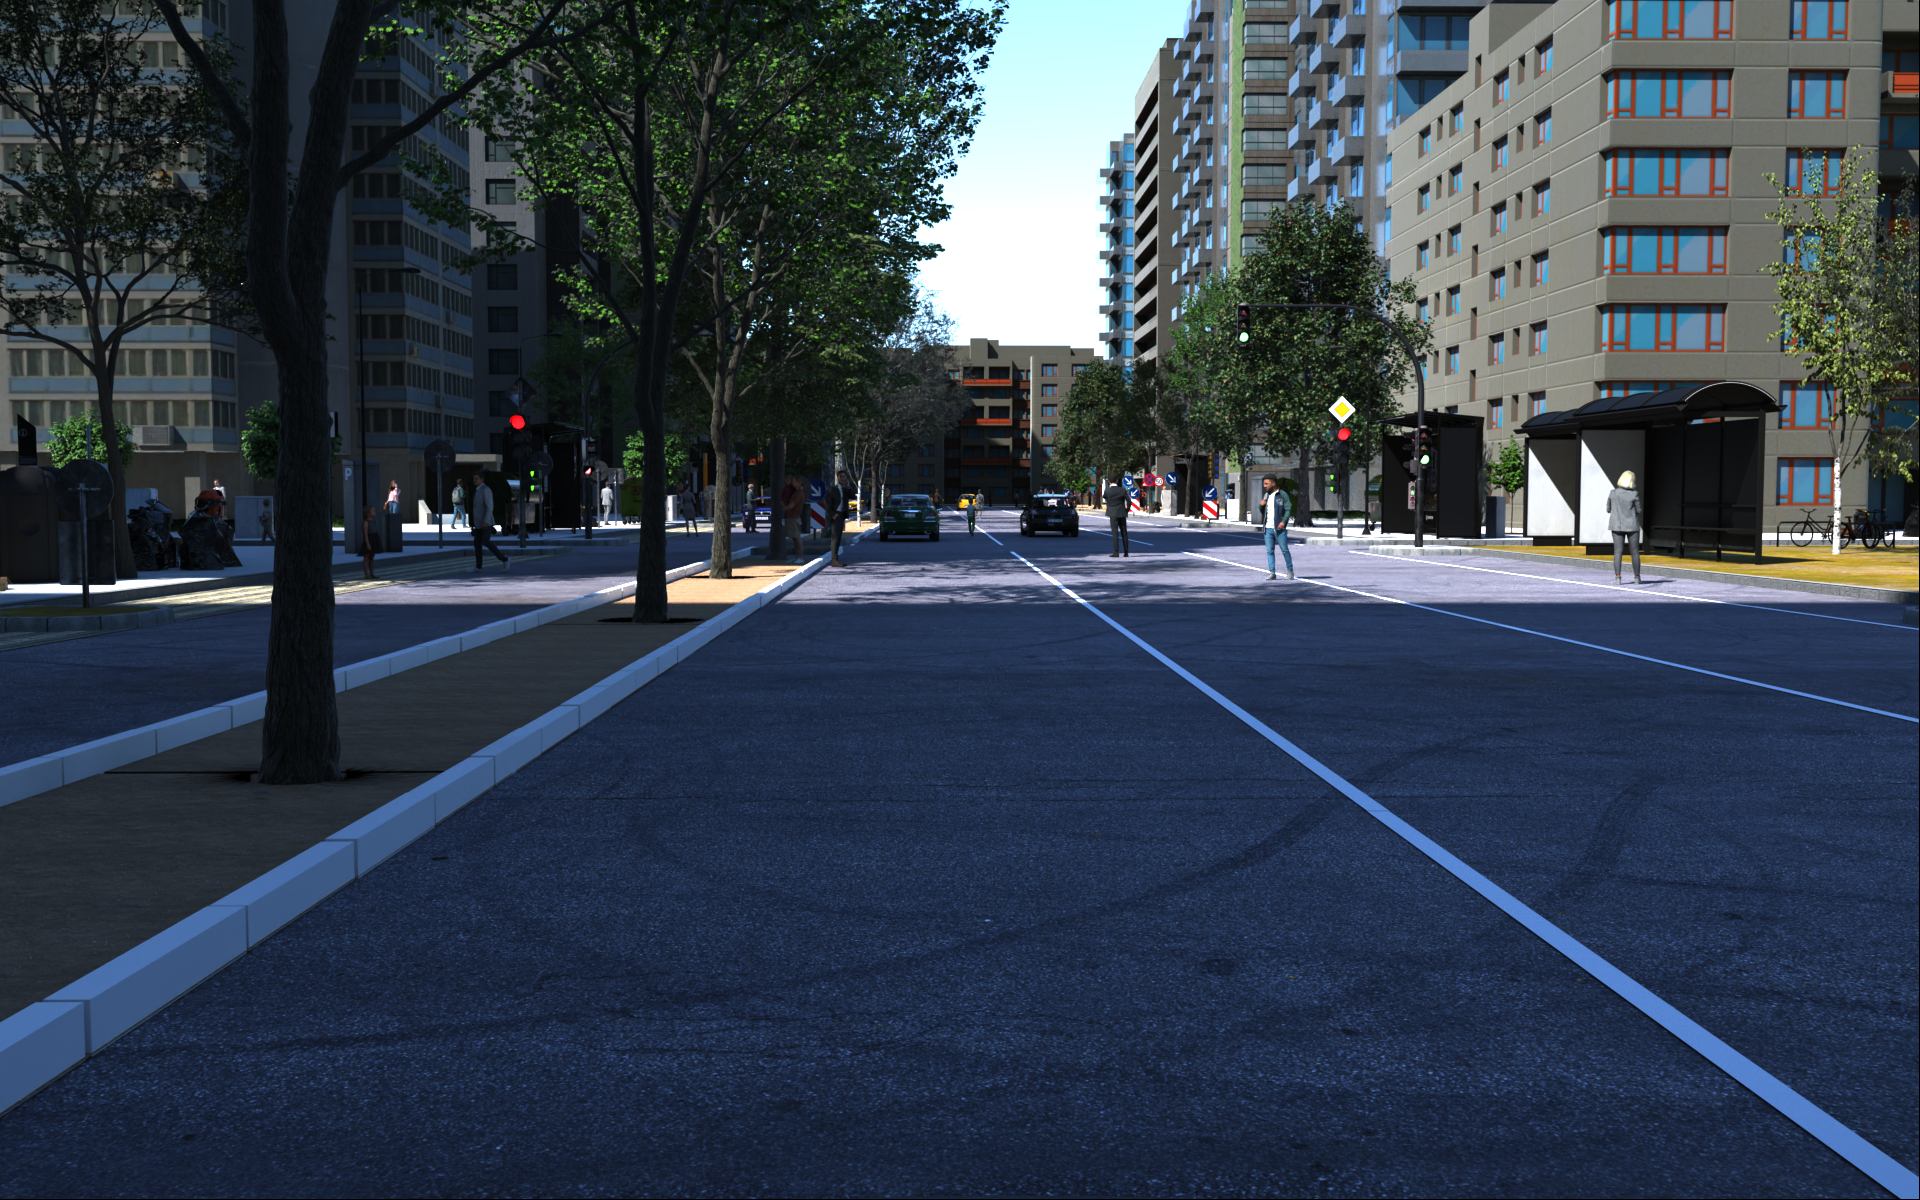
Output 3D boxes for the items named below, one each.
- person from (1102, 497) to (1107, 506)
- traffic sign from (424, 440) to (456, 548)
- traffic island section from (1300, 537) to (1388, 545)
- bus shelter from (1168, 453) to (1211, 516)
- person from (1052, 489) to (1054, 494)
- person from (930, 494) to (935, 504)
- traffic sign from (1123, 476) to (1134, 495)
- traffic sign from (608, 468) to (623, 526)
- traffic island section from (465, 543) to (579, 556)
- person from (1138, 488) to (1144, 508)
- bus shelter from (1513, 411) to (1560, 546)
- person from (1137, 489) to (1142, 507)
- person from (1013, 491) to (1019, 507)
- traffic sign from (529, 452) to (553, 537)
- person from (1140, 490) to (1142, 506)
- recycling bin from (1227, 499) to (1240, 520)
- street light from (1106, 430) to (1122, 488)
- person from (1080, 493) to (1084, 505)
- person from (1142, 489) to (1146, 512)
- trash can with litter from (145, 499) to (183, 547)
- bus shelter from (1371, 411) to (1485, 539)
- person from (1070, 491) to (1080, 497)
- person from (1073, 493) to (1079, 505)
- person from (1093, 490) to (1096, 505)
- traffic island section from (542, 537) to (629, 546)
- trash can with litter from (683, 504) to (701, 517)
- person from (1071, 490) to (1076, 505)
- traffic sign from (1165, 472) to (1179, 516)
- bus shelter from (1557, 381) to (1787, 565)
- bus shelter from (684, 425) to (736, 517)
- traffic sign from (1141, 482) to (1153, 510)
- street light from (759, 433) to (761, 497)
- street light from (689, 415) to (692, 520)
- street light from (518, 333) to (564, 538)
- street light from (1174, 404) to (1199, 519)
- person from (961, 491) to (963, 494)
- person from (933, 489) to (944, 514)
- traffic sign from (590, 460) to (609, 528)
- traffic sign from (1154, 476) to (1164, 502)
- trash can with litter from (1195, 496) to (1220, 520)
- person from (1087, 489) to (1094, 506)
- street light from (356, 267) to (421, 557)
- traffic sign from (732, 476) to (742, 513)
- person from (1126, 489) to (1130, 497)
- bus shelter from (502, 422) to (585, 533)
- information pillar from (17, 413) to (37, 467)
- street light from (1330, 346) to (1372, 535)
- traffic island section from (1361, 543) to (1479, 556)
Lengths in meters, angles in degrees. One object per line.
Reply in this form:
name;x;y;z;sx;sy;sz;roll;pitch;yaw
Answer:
person;15.845;-10.960;185.178;1.348;1.831;0.705;2;4;35
traffic sign;-12.244;-2.487;40.772;0.768;2.556;0.104;0;4;3
traffic island section;10.933;-1.680;49.742;2.009;0.180;2.903;0;4;-1
bus shelter;13.580;-6.793;102.353;1.731;3.624;6.357;0;4;-1
person;10.469;-11.581;195.393;0.705;1.824;1.348;0;4;6
person;-2.193;-7.466;133.827;1.065;1.426;0.557;0;4;-2
traffic sign;11.595;-7.296;119.391;0.768;2.556;0.104;0;4;3
traffic sign;-13.631;-4.063;68.566;0.606;2.300;0.079;0;4;0
traffic island section;-10.468;-1.169;41.395;2.009;0.180;2.903;0;4;-1
person;16.542;-9.232;156.944;0.705;1.831;1.348;-1;4;-20
bus shelter;14.705;-2.821;40.050;2.014;3.302;5.546;0;4;-1
person;17.414;-9.905;168.132;1.348;1.807;0.705;0;4;-4
person;5.979;-10.821;186.139;0.721;1.736;1.217;-2;4;-26
traffic sign;-12.580;-3.170;51.943;0.768;2.556;0.104;1;4;8
person;18.598;-10.517;178.678;0.721;1.739;1.217;3;4;36
recycling bin;13.934;-4.570;87.265;0.722;1.027;0.722;3;5;39
street light;11.126;-9.312;124.789;1.470;5.913;1.316;0;4;-1
person;14.061;-11.865;199.666;0.705;1.869;1.348;-1;4;-10
person;13.489;-7.297;126.823;0.415;1.643;0.593;-3;5;-43
trash can with litter;-18.106;-1.729;39.653;1.055;1.170;0.624;1;4;10
bus shelter;13.962;-3.716;52.039;1.731;3.624;6.357;0;4;-1
person;13.436;-11.930;201.820;1.217;1.743;0.721;0;4;-6
person;12.858;-11.172;191.938;0.697;1.427;0.421;1;4;10
person;15.697;-11.919;201.607;1.217;1.739;0.721;1;4;10
traffic island section;-10.605;-1.657;49.379;2.009;0.180;2.903;0;4;-1
trash can with litter;-14.910;-5.185;96.159;1.055;1.170;0.624;0;4;2
person;12.817;-11.671;197.590;1.217;1.735;0.721;-1;4;-19
traffic sign;12.145;-6.066;99.282;0.768;2.556;0.104;0;4;3
bus shelter;13.717;-2.434;33.724;2.014;3.302;5.546;0;4;-1
bus shelter;-14.798;-7.614;102.114;2.179;5.291;8.768;0;4;-1
traffic sign;13.091;-7.408;121.129;0.884;2.594;0.081;0;4;2
street light;-13.236;-8.974;119.266;1.470;5.913;1.316;0;4;-1
street light;-12.644;-6.842;84.402;1.470;5.913;1.316;0;4;-1
street light;-12.097;-4.735;49.956;1.470;5.913;1.316;0;4;-1
street light;11.677;-7.134;89.175;1.470;5.913;1.316;0;4;-1
person;0.274;-11.559;197.420;0.705;1.831;1.348;0;4;-1
person;-1.643;-7.227;126.801;0.705;1.807;1.348;-3;4;-36
traffic sign;-13.715;-4.013;65.714;0.768;2.556;0.104;0;4;3
traffic sign;14.139;-7.525;123.146;0.768;2.556;0.104;0;4;3
trash can with litter;12.305;-4.528;85.426;1.055;1.170;0.624;1;4;17
person;13.952;-10.983;185.759;0.705;1.807;1.348;3;4;38
street light;-11.726;-3.854;35.561;1.470;5.913;1.316;0;4;-1
traffic sign;-15.445;-7.320;119.791;0.768;2.556;0.104;0;4;2
person;16.818;-10.161;172.897;0.721;1.743;1.217;0;4;-5
bus shelter;-14.153;-4.177;59.578;1.731;3.624;6.357;0;4;-1
information pillar;-27.072;-3.605;50.291;0.504;3.616;0.183;-2;4;-30
street light;12.278;-5.009;54.438;1.470;5.913;1.316;0;4;-1
traffic island section;11.070;-1.191;41.758;2.009;0.180;2.903;0;4;-1
